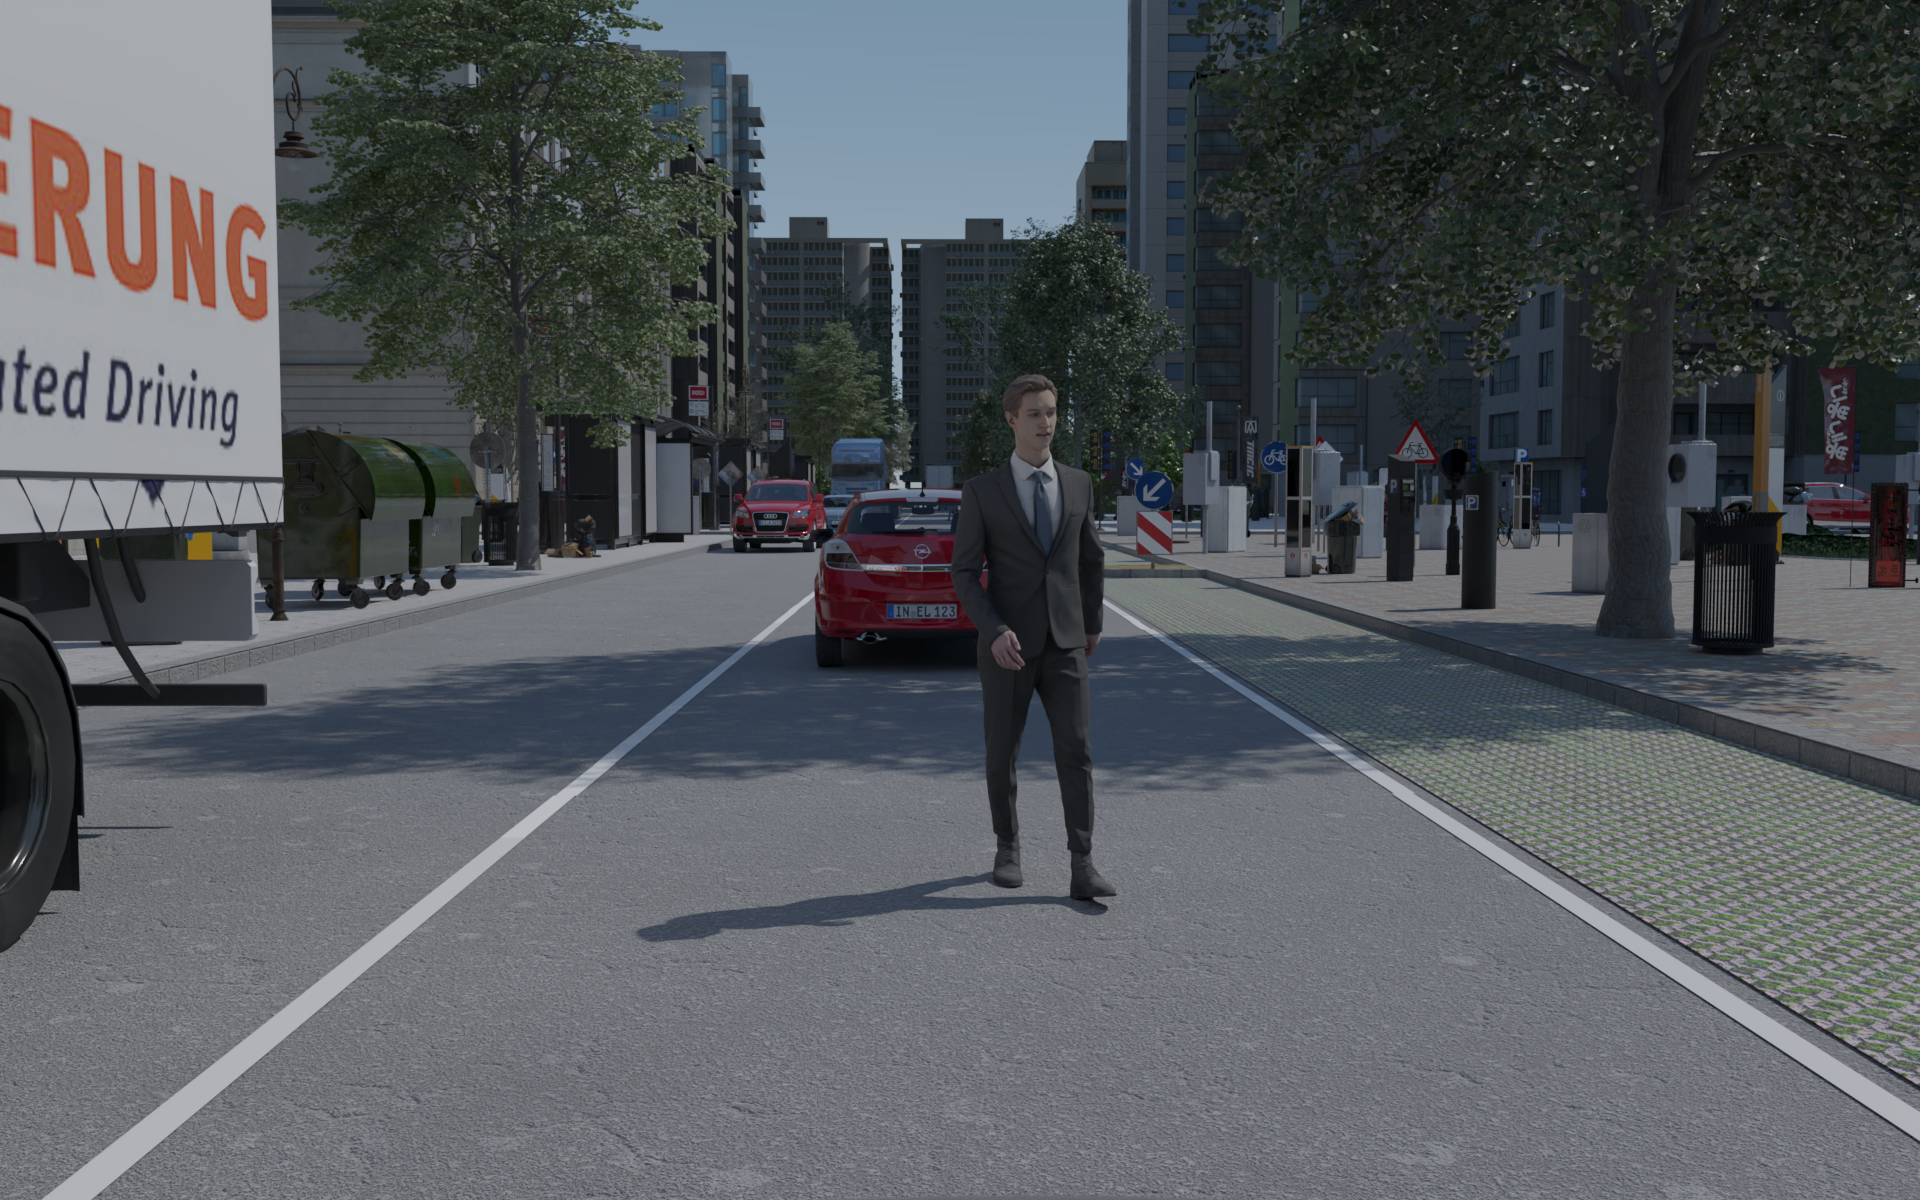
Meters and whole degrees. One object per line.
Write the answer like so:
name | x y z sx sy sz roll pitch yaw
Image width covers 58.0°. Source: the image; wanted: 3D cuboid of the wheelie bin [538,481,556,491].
wheelie bin | -10.442 -2.170 43.385 0.693 1.594 0.980 0 4 1

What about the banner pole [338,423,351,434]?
banner pole | -21.628 -4.336 60.910 0.401 3.779 0.863 1 4 14

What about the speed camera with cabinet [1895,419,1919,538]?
speed camera with cabinet | 21.928 -2.696 38.413 2.038 3.252 0.660 0 4 5

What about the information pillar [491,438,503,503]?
information pillar | -18.894 -4.855 70.733 0.504 3.616 0.183 0 4 -5

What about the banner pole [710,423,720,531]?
banner pole | -8.541 -4.322 60.685 0.401 3.779 0.863 -1 4 -23

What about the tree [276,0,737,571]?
tree | -7.628 -6.786 29.071 7.486 12.596 7.792 0 3 0

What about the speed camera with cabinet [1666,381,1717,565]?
speed camera with cabinet | 12.681 -2.241 30.971 0.660 3.252 2.038 -1 4 -8

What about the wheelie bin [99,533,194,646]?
wheelie bin | -7.027 -0.425 14.863 0.980 1.594 0.693 -1 4 -14

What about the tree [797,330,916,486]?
tree | -8.985 -14.032 136.072 9.857 13.997 8.962 0 3 0

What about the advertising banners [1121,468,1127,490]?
advertising banners | 10.094 -7.207 114.029 2.074 3.025 0.090 -1 4 -10

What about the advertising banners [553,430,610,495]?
advertising banners | -10.104 -3.096 46.807 2.074 3.025 0.090 1 4 21

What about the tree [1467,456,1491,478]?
tree | 25.722 -5.599 86.148 1.663 3.219 1.824 0 3 0

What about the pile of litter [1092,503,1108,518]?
pile of litter | 7.454 -4.915 94.329 1.176 0.858 1.719 0 4 4

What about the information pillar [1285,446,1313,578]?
information pillar | 5.220 -1.358 26.694 0.304 2.012 0.304 -3 5 -43

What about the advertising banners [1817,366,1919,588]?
advertising banners | 12.736 -1.680 23.656 2.074 3.025 0.090 0 4 4

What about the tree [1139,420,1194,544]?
tree | 5.393 -3.101 45.303 1.663 3.219 1.824 0 3 0

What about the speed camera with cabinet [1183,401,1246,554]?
speed camera with cabinet | 5.555 -2.652 37.695 0.660 3.252 2.038 2 4 34

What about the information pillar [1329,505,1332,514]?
information pillar | 14.378 -3.799 66.598 0.304 2.012 0.304 1 4 19

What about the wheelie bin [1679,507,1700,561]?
wheelie bin | 14.001 -1.571 33.586 0.693 1.594 0.980 2 4 34

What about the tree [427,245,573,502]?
tree | -13.402 -6.145 50.832 4.360 8.622 3.978 0 3 0

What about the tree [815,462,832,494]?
tree | -8.338 -6.735 104.726 1.663 3.219 1.824 0 3 0

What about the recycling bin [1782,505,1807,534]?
recycling bin | 19.398 -1.728 40.809 0.722 1.027 0.722 -1 4 -13

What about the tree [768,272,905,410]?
tree | -10.875 -18.023 150.565 12.611 20.169 13.585 0 3 0

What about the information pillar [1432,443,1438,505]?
information pillar | 21.873 -5.406 79.736 0.183 3.616 0.504 0 4 -6

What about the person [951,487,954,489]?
person | -0.416 -5.126 92.411 0.767 1.812 0.694 2 4 28

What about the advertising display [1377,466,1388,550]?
advertising display | 9.951 -2.115 39.786 0.123 1.923 0.974 -2 4 -27

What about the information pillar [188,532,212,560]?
information pillar | -7.500 -1.557 16.806 0.183 3.616 0.504 2 4 28

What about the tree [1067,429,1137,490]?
tree | 5.490 -5.825 78.949 4.285 4.588 4.351 0 3 0

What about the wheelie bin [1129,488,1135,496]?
wheelie bin | 9.264 -5.167 92.388 0.980 1.594 0.693 2 4 34

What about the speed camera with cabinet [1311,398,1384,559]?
speed camera with cabinet | 7.774 -2.506 35.304 0.660 3.252 2.038 -2 4 -27

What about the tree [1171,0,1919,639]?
tree | 6.231 -6.644 15.279 9.857 13.997 8.962 0 3 0

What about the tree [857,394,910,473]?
tree | -10.535 -17.274 192.798 12.009 13.543 11.850 0 3 0

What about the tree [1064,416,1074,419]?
tree | 4.653 -9.158 100.093 4.737 8.622 4.395 0 3 0

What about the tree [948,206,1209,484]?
tree | 4.766 -9.326 69.486 9.611 12.733 9.660 0 3 0

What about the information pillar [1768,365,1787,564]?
information pillar | 14.805 -2.455 31.501 0.504 3.616 0.183 -2 4 -29

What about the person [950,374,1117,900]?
person | 0.303 0.128 6.187 0.659 1.850 0.755 -1 4 -16

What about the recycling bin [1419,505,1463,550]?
recycling bin | 11.138 -1.685 40.111 0.722 1.027 0.722 -2 4 -35

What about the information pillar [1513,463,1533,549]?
information pillar | 13.173 -2.206 40.555 0.304 2.012 0.304 -1 4 -14

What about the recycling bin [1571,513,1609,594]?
recycling bin | 8.443 -0.609 22.516 0.722 1.027 0.722 3 5 44

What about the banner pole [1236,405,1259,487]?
banner pole | 8.057 -3.602 48.906 0.863 3.779 0.401 3 4 37

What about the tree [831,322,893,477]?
tree | -8.238 -11.951 113.532 7.486 12.596 7.792 0 3 0

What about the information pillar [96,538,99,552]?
information pillar | -17.218 -2.653 34.730 0.183 3.616 0.504 2 4 24

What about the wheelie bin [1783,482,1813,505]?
wheelie bin | 21.803 -2.293 45.393 0.980 1.594 0.693 2 4 26

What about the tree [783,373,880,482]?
tree | -9.060 -11.565 123.505 7.601 10.594 8.767 -2 4 -35

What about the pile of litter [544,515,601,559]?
pile of litter | -7.858 -1.299 35.198 1.176 0.858 1.719 0 4 -3

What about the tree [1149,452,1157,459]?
tree | 12.509 -7.818 111.534 4.285 4.588 4.351 0 3 0

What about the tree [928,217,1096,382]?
tree | 4.064 -16.241 121.433 12.611 20.169 13.585 0 3 0

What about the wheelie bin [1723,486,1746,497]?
wheelie bin | 30.018 -3.620 67.097 0.693 1.594 0.980 -2 4 -33

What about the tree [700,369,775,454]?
tree | -13.058 -9.241 101.456 4.360 8.622 3.978 0 3 0

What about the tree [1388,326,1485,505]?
tree | 20.369 -7.638 75.249 4.360 8.622 3.978 0 3 0
